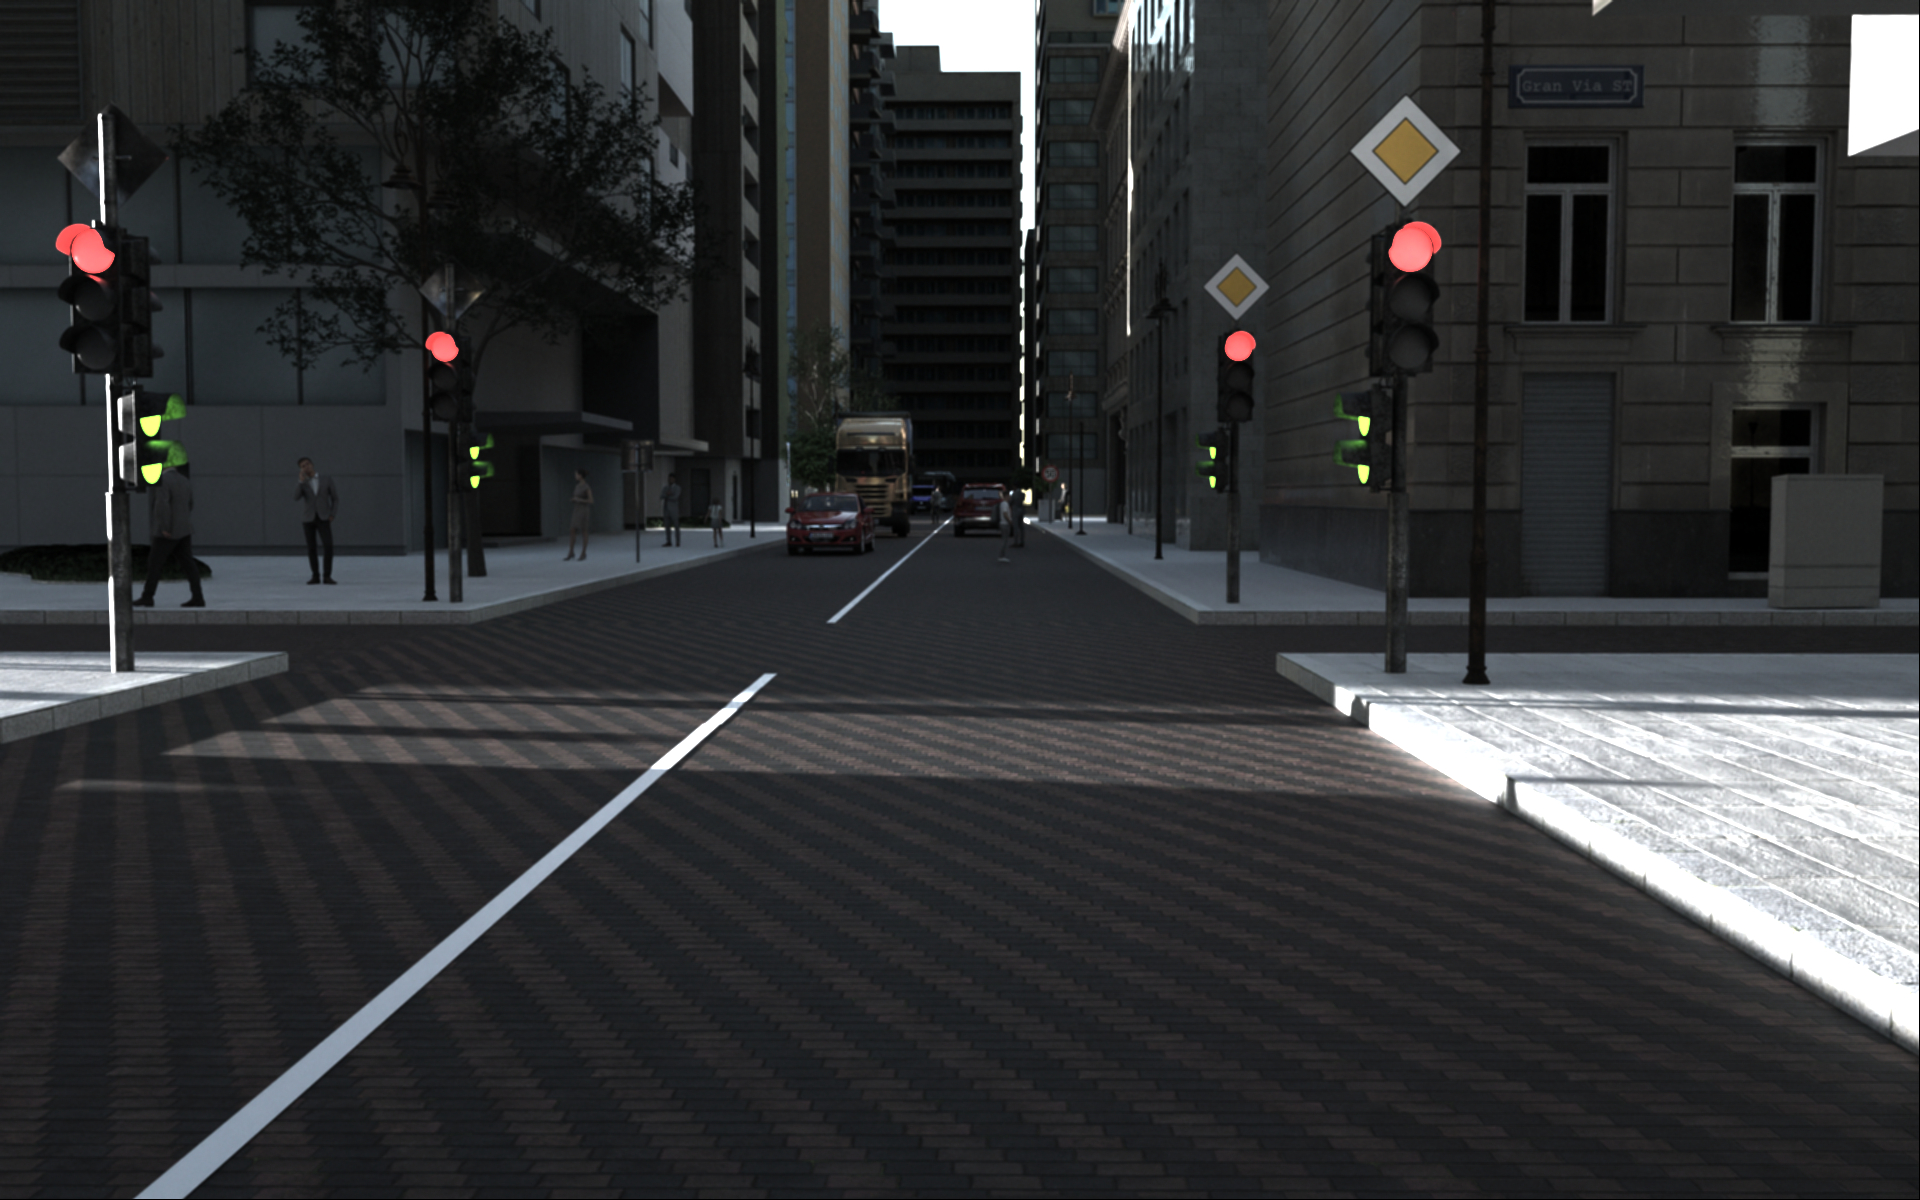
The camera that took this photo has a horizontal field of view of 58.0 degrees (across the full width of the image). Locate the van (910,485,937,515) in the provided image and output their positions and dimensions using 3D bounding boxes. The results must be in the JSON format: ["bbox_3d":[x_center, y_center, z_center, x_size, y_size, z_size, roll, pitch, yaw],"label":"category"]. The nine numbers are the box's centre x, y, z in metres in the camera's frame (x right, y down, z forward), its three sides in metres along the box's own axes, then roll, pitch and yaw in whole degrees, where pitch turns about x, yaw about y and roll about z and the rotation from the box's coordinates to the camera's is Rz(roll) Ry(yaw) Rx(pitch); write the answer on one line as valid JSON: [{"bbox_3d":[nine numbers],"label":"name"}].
[{"bbox_3d":[-2.557,-7.075,120.057,2.240,2.365,5.245,0,4,1],"label":"van"}]

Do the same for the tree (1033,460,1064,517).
[{"bbox_3d":[4.866,-6.345,98.335,1.663,3.219,1.824,0,3,0],"label":"tree"}]

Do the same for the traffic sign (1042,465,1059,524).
[{"bbox_3d":[3.923,-4.587,75.103,0.768,2.556,0.104,0,4,5],"label":"traffic sign"}]

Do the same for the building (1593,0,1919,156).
[{"bbox_3d":[8.291,-19.365,0.220,14.154,41.232,14.086,0,4,1],"label":"building"}]

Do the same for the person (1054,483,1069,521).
[{"bbox_3d":[4.894,-4.639,82.107,0.699,1.804,1.509,0,4,-6],"label":"person"}]

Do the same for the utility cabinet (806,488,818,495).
[{"bbox_3d":[-5.411,-3.347,63.406,0.318,1.500,1.173,0,4,2],"label":"utility cabinet"}]

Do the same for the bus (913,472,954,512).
[{"bbox_3d":[-2.053,-8.814,138.968,2.948,3.499,13.247,0,4,2],"label":"bus"}]

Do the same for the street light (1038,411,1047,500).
[{"bbox_3d":[4.517,-7.452,94.629,0.468,5.910,1.993,0,4,1],"label":"street light"}]

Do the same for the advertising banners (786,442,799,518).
[{"bbox_3d":[-5.784,-3.887,59.734,0.090,3.025,2.074,0,4,5],"label":"advertising banners"}]

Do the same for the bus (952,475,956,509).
[{"bbox_3d":[-1.932,-10.089,159.819,2.948,3.499,13.247,0,4,3],"label":"bus"}]

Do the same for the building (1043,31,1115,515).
[{"bbox_3d":[12.395,-20.823,112.156,14.160,30.474,14.107,0,4,1],"label":"building"}]

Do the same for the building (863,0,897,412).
[{"bbox_3d":[-21.260,-32.925,157.939,30.456,49.044,23.786,0,4,1],"label":"building"}]

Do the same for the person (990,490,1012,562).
[{"bbox_3d":[0.936,-1.571,36.783,0.503,1.515,0.523,3,5,44],"label":"person"}]

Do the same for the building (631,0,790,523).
[{"bbox_3d":[-15.274,-18.605,75.888,14.160,30.474,14.107,0,4,1],"label":"building"}]

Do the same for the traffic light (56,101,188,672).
[{"bbox_3d":[-6.046,-1.438,12.430,0.839,4.253,0.868,0,4,1],"label":"traffic light"}]

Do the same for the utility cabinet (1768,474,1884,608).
[{"bbox_3d":[9.680,-0.655,19.385,1.173,1.500,0.318,-1,4,-9],"label":"utility cabinet"}]

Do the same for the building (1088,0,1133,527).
[{"bbox_3d":[10.931,-13.729,75.379,10.553,20.767,40.483,0,4,1],"label":"building"}]

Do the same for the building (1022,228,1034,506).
[{"bbox_3d":[13.907,-25.402,187.032,14.107,30.474,14.160,0,4,1],"label":"building"}]

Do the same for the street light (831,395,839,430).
[{"bbox_3d":[-5.779,-6.637,81.297,0.468,5.910,1.993,0,4,1],"label":"street light"}]

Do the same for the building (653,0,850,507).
[{"bbox_3d":[-14.012,-27.676,102.607,14.600,45.320,14.200,0,4,1],"label":"building"}]

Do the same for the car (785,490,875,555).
[{"bbox_3d":[-3.111,-2.024,42.125,2.155,1.783,4.494,0,4,2],"label":"car"}]

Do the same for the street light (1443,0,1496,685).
[{"bbox_3d":[3.499,-2.371,11.558,0.468,5.910,1.993,0,4,1],"label":"street light"}]

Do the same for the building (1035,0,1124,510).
[{"bbox_3d":[16.641,-30.928,129.379,21.300,48.544,21.600,0,4,1],"label":"building"}]

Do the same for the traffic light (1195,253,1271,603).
[{"bbox_3d":[3.203,-1.921,20.329,0.839,4.253,0.868,0,4,1],"label":"traffic light"}]

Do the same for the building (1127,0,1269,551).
[{"bbox_3d":[10.469,-11.745,46.779,10.420,20.320,16.860,0,4,1],"label":"building"}]

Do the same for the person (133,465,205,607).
[{"bbox_3d":[-9.003,-0.806,19.611,0.834,1.777,0.661,0,4,-3],"label":"person"}]

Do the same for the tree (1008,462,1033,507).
[{"bbox_3d":[6.557,-11.573,172.932,4.285,4.588,4.351,0,3,0],"label":"tree"}]

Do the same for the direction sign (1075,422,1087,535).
[{"bbox_3d":[3.831,-3.830,54.620,0.379,3.537,0.876,0,4,8],"label":"direction sign"}]

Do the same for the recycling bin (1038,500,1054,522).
[{"bbox_3d":[3.979,-4.126,80.011,0.722,1.027,0.722,0,4,1],"label":"recycling bin"}]

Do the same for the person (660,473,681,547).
[{"bbox_3d":[-7.079,-2.206,42.297,0.511,1.800,0.466,0,4,8],"label":"person"}]

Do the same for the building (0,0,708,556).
[{"bbox_3d":[-22.426,-27.969,46.538,28.713,52.752,27.495,0,4,1],"label":"building"}]

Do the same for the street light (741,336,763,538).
[{"bbox_3d":[-6.121,-4.782,50.971,0.468,5.910,1.993,0,4,1],"label":"street light"}]

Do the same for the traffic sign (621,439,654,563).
[{"bbox_3d":[-6.026,-1.849,32.360,0.606,2.300,0.079,0,4,1],"label":"traffic sign"}]

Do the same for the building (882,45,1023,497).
[{"bbox_3d":[-4.026,-34.719,191.362,21.600,48.544,21.300,0,4,1],"label":"building"}]

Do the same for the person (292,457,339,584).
[{"bbox_3d":[-9.159,-1.128,24.664,0.592,1.802,0.473,0,4,1],"label":"person"}]

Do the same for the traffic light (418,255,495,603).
[{"bbox_3d":[-5.957,-1.926,20.415,0.839,4.253,0.868,0,4,1],"label":"traffic light"}]

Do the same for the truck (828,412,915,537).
[{"bbox_3d":[-2.973,-4.427,61.300,2.839,4.237,11.283,0,4,-1],"label":"truck"}]

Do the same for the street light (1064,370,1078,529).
[{"bbox_3d":[4.108,-5.599,64.324,0.468,5.910,1.993,0,4,1],"label":"street light"}]

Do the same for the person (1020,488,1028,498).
[{"bbox_3d":[5.613,-9.395,159.644,1.348,1.826,0.705,1,4,12],"label":"person"}]

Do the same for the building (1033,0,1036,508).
[{"bbox_3d":[17.125,-37.474,154.692,21.231,58.520,28.212,0,4,1],"label":"building"}]

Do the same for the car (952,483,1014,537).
[{"bbox_3d":[0.840,-3.132,59.881,2.281,1.827,5.304,0,4,1],"label":"car"}]

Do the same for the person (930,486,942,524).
[{"bbox_3d":[-1.160,-4.604,83.963,0.592,1.802,0.473,0,4,1],"label":"person"}]

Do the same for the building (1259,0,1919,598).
[{"bbox_3d":[17.711,-13.991,26.022,25.104,27.353,12.463,0,4,1],"label":"building"}]

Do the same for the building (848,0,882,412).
[{"bbox_3d":[-17.099,-28.753,124.728,22.147,44.769,28.867,0,4,1],"label":"building"}]

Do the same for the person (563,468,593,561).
[{"bbox_3d":[-7.362,-1.653,33.403,0.599,1.781,0.374,3,5,41],"label":"person"}]

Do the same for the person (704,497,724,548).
[{"bbox_3d":[-5.893,-1.862,41.501,0.505,1.210,0.382,0,4,7],"label":"person"}]

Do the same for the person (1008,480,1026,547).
[{"bbox_3d":[1.511,-2.338,46.901,0.466,1.800,0.511,2,4,33],"label":"person"}]

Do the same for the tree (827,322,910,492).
[{"bbox_3d":[-6.728,-9.476,89.347,8.767,10.594,7.601,-1,4,-19],"label":"tree"}]

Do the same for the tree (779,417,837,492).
[{"bbox_3d":[-6.088,-5.536,74.235,4.285,4.588,4.351,0,3,0],"label":"tree"}]

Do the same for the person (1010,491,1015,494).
[{"bbox_3d":[2.688,-4.815,87.484,0.793,1.790,0.793,-1,4,-10],"label":"person"}]

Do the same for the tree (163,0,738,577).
[{"bbox_3d":[-7.653,-5.661,26.965,8.767,10.594,7.601,-2,4,-27],"label":"tree"}]

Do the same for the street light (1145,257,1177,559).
[{"bbox_3d":[3.925,-3.745,34.016,0.468,5.910,1.993,0,4,1],"label":"street light"}]

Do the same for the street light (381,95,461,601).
[{"bbox_3d":[-6.375,-2.928,20.663,0.468,5.910,1.993,0,4,1],"label":"street light"}]

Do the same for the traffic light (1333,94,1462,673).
[{"bbox_3d":[3.115,-1.433,12.345,0.839,4.253,0.868,0,4,1],"label":"traffic light"}]
